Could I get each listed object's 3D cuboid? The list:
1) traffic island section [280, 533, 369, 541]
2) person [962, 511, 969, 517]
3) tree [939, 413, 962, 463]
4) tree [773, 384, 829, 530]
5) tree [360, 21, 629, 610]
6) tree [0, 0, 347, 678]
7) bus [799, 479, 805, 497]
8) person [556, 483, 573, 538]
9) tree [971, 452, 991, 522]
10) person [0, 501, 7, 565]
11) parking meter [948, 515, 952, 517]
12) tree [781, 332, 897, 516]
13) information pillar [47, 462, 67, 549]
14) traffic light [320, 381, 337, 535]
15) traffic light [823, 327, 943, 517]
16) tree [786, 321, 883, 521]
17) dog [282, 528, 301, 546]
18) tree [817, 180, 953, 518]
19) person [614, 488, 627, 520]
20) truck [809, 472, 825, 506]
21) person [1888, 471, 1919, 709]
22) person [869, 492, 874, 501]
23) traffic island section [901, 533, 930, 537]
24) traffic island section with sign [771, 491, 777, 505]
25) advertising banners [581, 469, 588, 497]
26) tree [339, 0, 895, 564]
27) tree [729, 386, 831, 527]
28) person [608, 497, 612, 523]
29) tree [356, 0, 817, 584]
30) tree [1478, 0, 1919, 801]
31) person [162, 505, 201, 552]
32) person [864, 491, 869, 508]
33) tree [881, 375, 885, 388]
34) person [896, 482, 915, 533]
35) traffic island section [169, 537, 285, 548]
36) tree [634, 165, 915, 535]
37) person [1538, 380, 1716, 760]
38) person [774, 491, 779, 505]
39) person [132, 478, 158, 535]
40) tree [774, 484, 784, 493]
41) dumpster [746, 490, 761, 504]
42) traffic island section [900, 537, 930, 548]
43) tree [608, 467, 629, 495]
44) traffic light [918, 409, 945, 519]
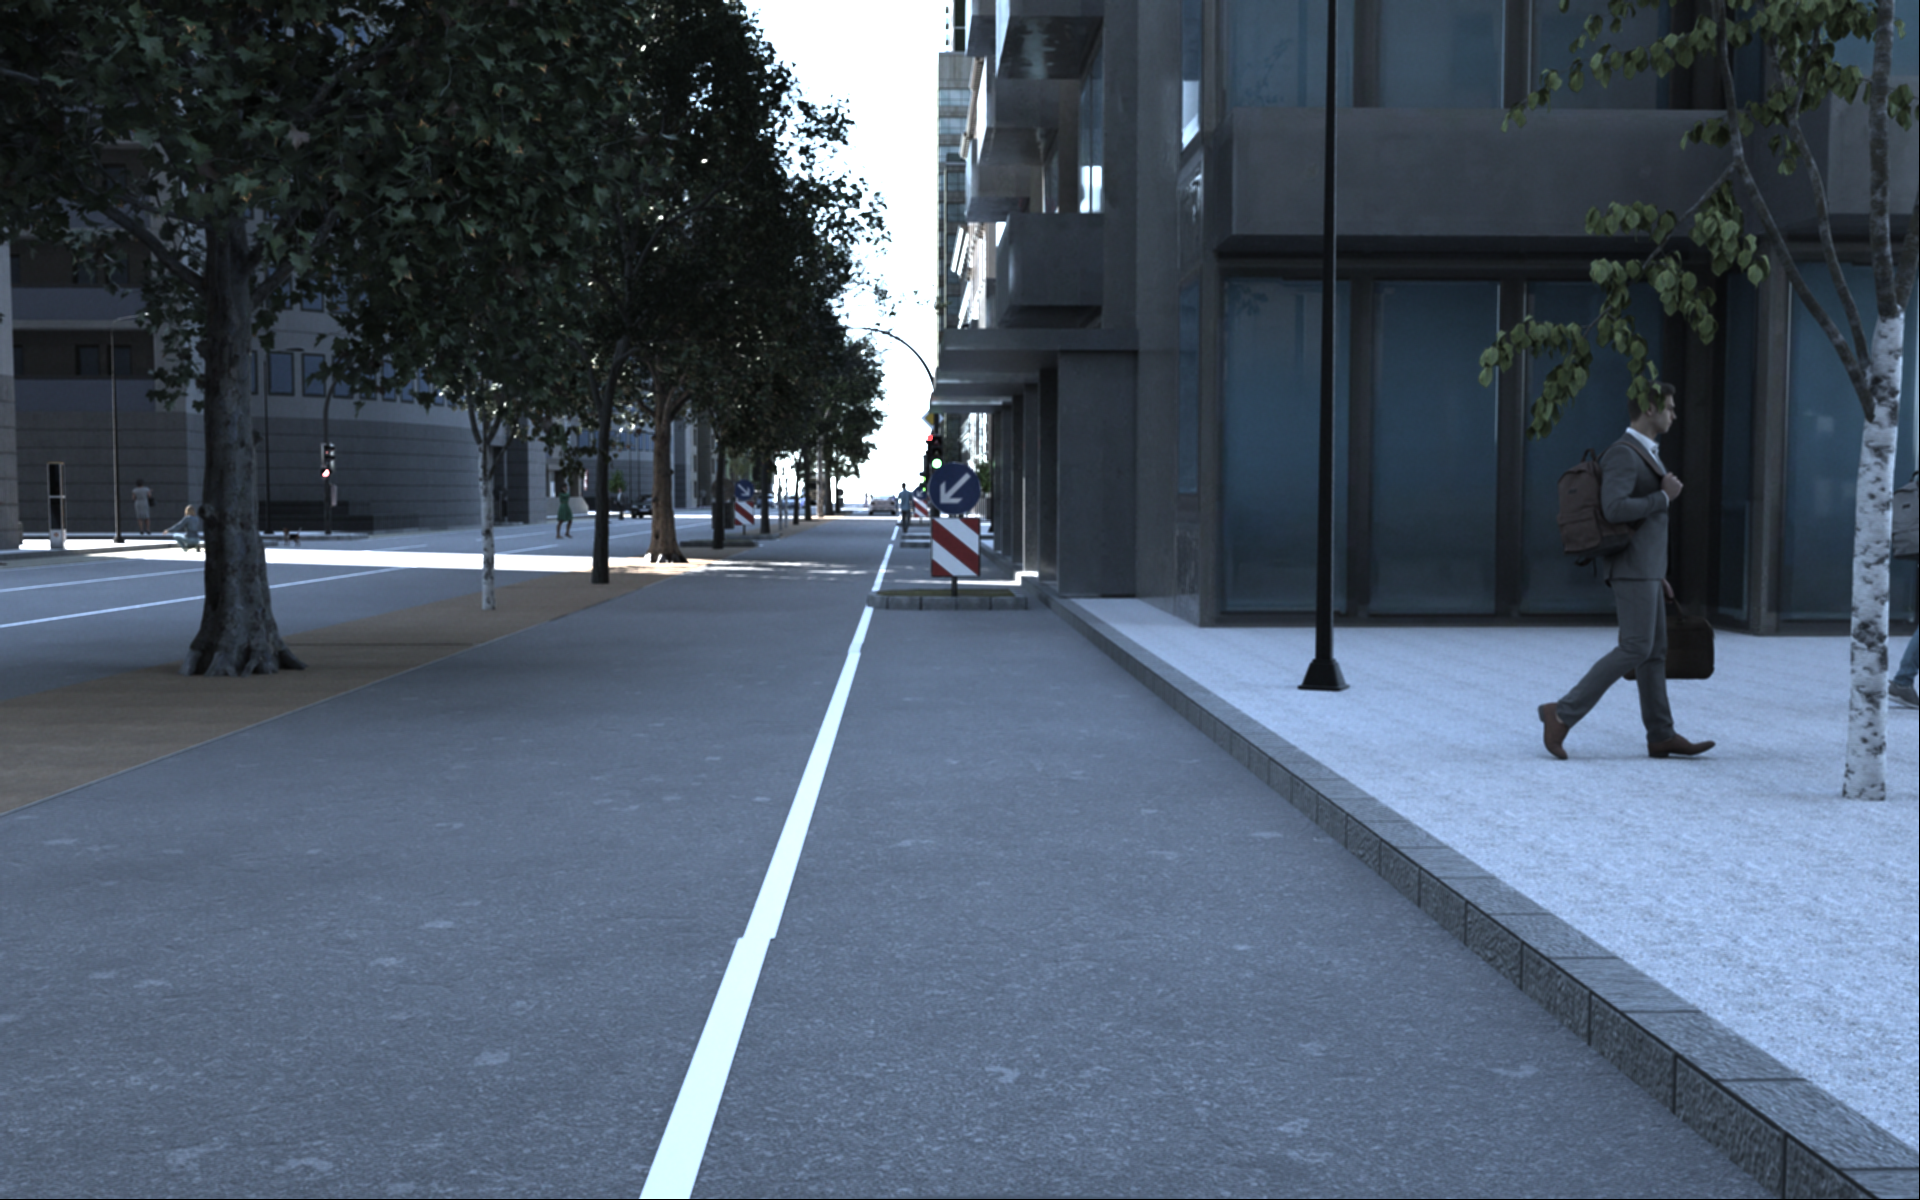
[{"bbox_3d":[-19.997,-1.987,54.769,2.009,0.180,2.903,0,4,-2],"label":"traffic island section"},{"bbox_3d":[0.228,-4.604,81.669,0.601,1.785,0.444,1,4,11],"label":"person"},{"bbox_3d":[-0.470,-11.493,138.270,4.360,8.622,3.978,0,3,0],"label":"tree"},{"bbox_3d":[-7.093,-7.058,68.214,4.360,8.622,3.978,0,3,0],"label":"tree"},{"bbox_3d":[-5.792,-4.163,20.882,4.360,8.622,3.978,0,3,0],"label":"tree"},{"bbox_3d":[-5.824,-5.750,13.471,9.611,12.733,9.660,0,3,0],"label":"tree"},{"bbox_3d":[-23.425,-17.093,271.021,2.896,3.916,12.252,0,4,-2],"label":"bus"},{"bbox_3d":[-12.809,-2.893,56.041,0.529,1.795,0.600,0,4,0],"label":"person"},{"bbox_3d":[1.118,-5.188,79.419,1.663,3.219,1.824,0,3,0],"label":"tree"},{"bbox_3d":[-19.290,-1.579,34.493,0.590,1.801,0.661,-1,4,-14],"label":"person"},{"bbox_3d":[-0.467,-5.539,96.282,0.399,1.863,0.255,-2,4,-24],"label":"parking meter"},{"bbox_3d":[-8.692,-12.571,114.652,9.857,13.997,8.962,0,3,0],"label":"tree"},{"bbox_3d":[-21.037,-2.193,40.341,0.304,2.012,0.304,-1,4,-15],"label":"information pillar"},{"bbox_3d":[-17.868,-4.897,54.733,4.771,5.953,1.251,0,4,-2],"label":"traffic light"},{"bbox_3d":[-2.754,-4.426,47.033,4.771,5.953,1.251,0,4,-2],"label":"traffic light"},{"bbox_3d":[-8.173,-9.998,91.682,9.928,11.665,9.643,0,3,0],"label":"tree"},{"bbox_3d":[-18.350,-1.730,47.577,0.406,0.507,0.540,-1,4,-10],"label":"dog"},{"bbox_3d":[-7.198,-14.975,103.190,12.611,20.169,13.585,0,3,0],"label":"tree"},{"bbox_3d":[-18.901,-5.343,96.262,0.661,1.777,0.834,1,4,16],"label":"person"},{"bbox_3d":[-17.900,-14.116,219.710,2.839,4.237,11.283,0,4,-1],"label":"truck"},{"bbox_3d":[5.781,-0.226,10.085,0.721,1.781,0.623,1,4,15],"label":"person"},{"bbox_3d":[-10.945,-12.610,215.402,1.217,1.736,0.721,-3,5,-41],"label":"person"},{"bbox_3d":[-0.864,-2.022,55.334,2.009,0.180,2.903,0,4,-2],"label":"traffic island section"},{"bbox_3d":[-25.411,-13.895,235.802,1.989,1.847,2.006,0,4,-2],"label":"traffic island section with sign"},{"bbox_3d":[-26.788,-7.686,121.853,2.074,3.025,0.090,3,5,41],"label":"advertising banners"},{"bbox_3d":[-6.157,-7.099,35.528,9.611,12.733,9.660,0,3,0],"label":"tree"},{"bbox_3d":[-7.477,-7.415,74.051,4.737,8.622,4.395,0,3,0],"label":"tree"},{"bbox_3d":[-17.392,-4.704,85.222,0.447,1.846,0.655,1,4,21],"label":"person"},{"bbox_3d":[-5.740,-5.507,26.911,8.767,10.594,7.601,0,4,-2],"label":"tree"},{"bbox_3d":[3.754,-3.481,7.279,4.737,8.622,4.395,0,3,0],"label":"tree"},{"bbox_3d":[-19.125,-1.752,42.642,0.738,1.151,1.012,2,4,30],"label":"person"},{"bbox_3d":[-9.417,-10.104,174.374,0.621,1.740,0.551,1,4,16],"label":"person"},{"bbox_3d":[-6.295,-6.570,44.282,8.767,10.594,7.601,0,4,-2],"label":"tree"},{"bbox_3d":[-1.898,-3.086,58.811,0.638,1.841,0.748,1,4,19],"label":"person"},{"bbox_3d":[-19.758,-1.499,46.788,2.009,0.180,2.903,0,4,-2],"label":"traffic island section"},{"bbox_3d":[-6.763,-8.971,59.498,12.009,13.543,11.850,0,3,0],"label":"tree"},{"bbox_3d":[3.254,-0.147,8.418,0.822,1.834,0.622,1,4,17],"label":"person"},{"bbox_3d":[-23.684,-13.264,225.346,1.348,1.826,0.705,-2,4,-35],"label":"person"},{"bbox_3d":[-25.793,-2.963,54.845,0.716,1.782,0.532,-1,4,-20],"label":"person"},{"bbox_3d":[-30.163,-18.020,289.232,1.663,3.219,1.824,0,3,0],"label":"tree"},{"bbox_3d":[-24.155,-11.927,203.224,1.865,1.857,1.264,0,3,0],"label":"dumpster"},{"bbox_3d":[-0.625,-1.533,47.352,2.009,0.180,2.903,0,4,-2],"label":"traffic island section"},{"bbox_3d":[-25.364,-8.221,129.014,1.663,3.219,1.824,0,3,0],"label":"tree"},{"bbox_3d":[-0.904,-4.055,55.218,0.839,4.253,0.868,0,4,-2],"label":"traffic light"}]
